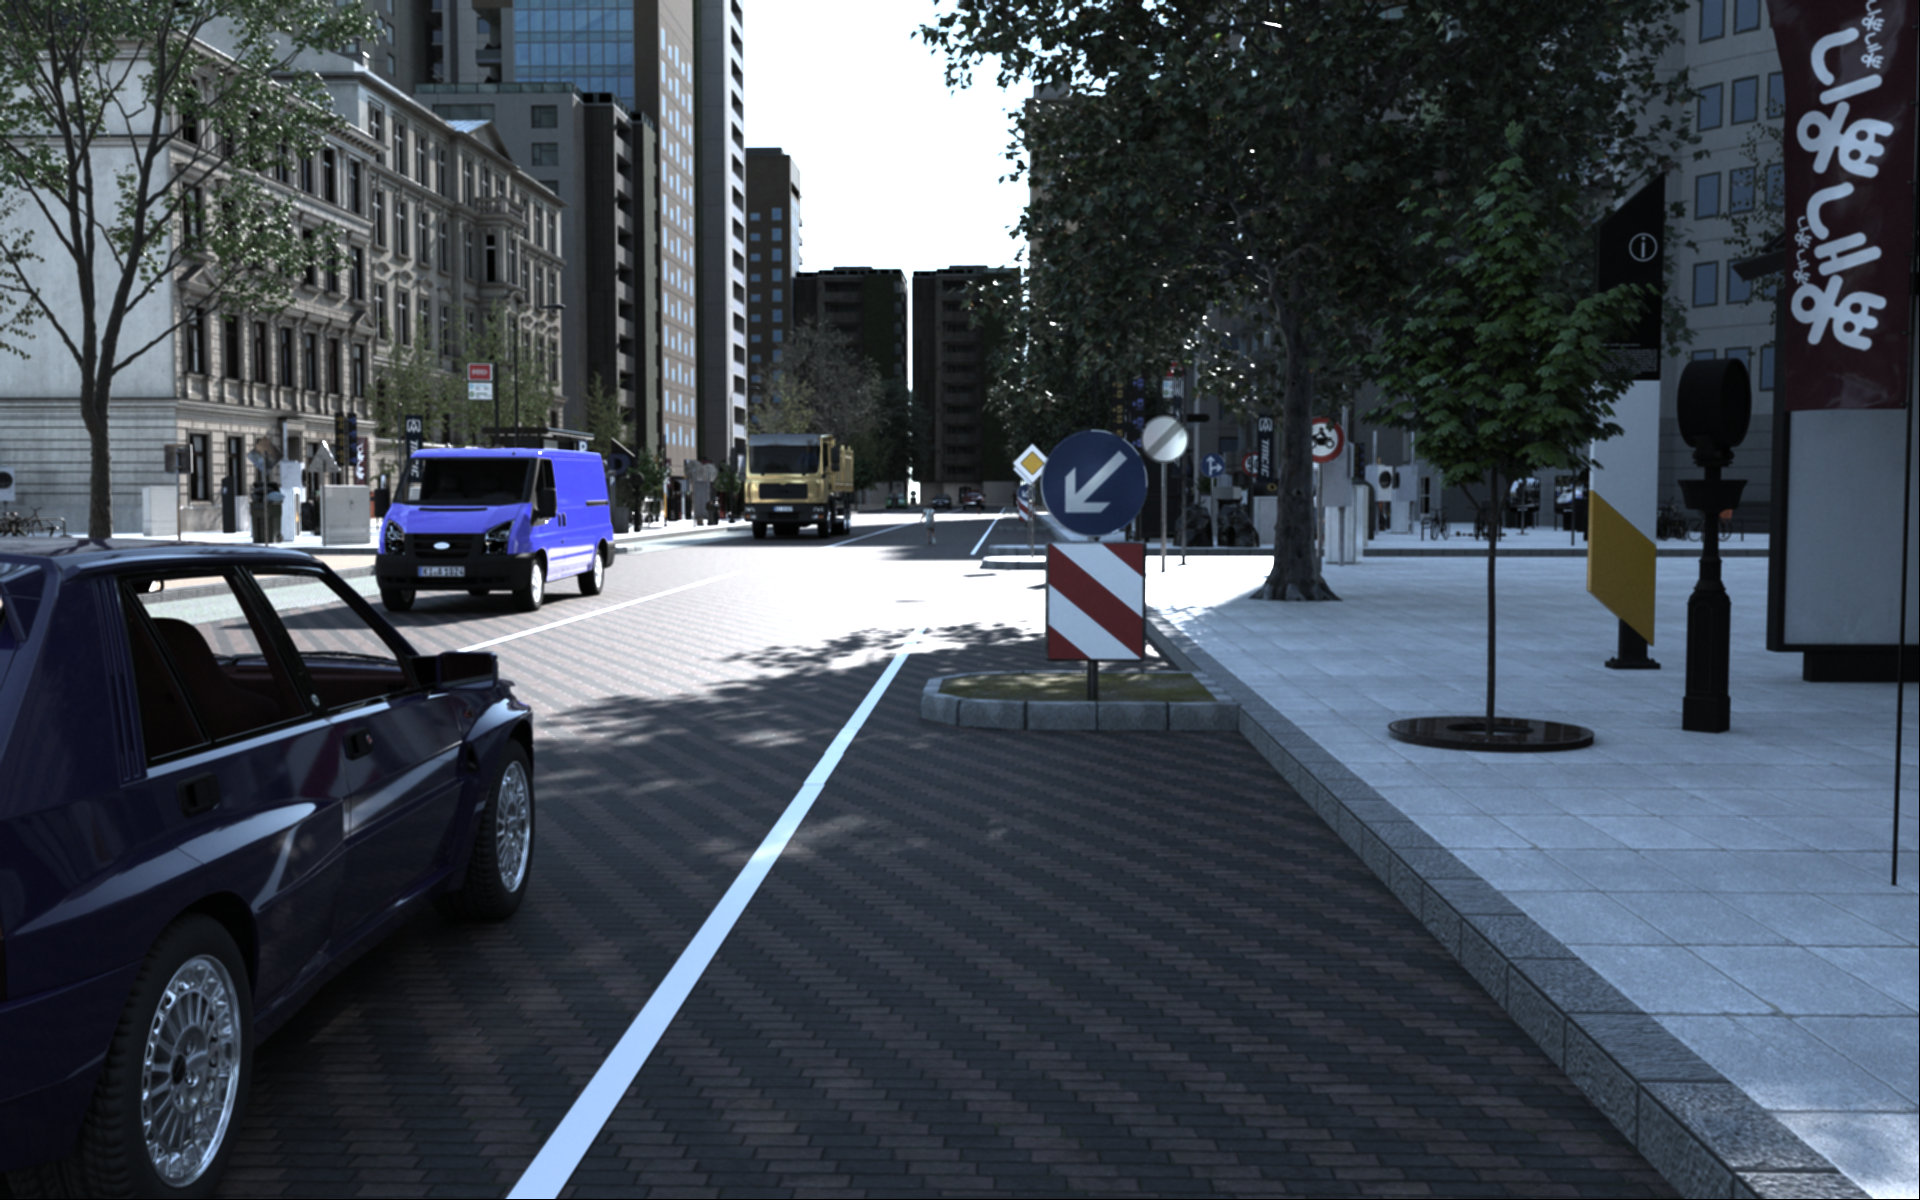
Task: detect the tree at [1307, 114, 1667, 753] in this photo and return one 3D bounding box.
[{"bbox_3d":[2.807,-0.873,8.870,1.663,3.219,1.824,0,3,0],"label":"tree"}]

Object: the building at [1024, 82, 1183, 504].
[{"bbox_3d":[22.118,-39.056,227.802,27.495,52.752,28.713,0,4,2],"label":"building"}]

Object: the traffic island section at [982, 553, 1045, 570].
[{"bbox_3d":[1.451,-0.732,34.246,2.009,0.180,2.903,0,4,2],"label":"traffic island section"}]

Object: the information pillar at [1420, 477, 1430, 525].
[{"bbox_3d":[19.617,-4.191,73.010,0.304,2.012,0.304,0,4,-8],"label":"information pillar"}]

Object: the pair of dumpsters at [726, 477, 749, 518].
[{"bbox_3d":[-11.822,-5.609,94.200,1.574,2.255,4.437,0,4,2],"label":"pair of dumpsters"}]

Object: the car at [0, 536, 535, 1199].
[{"bbox_3d":[-2.355,0.483,4.690,1.945,1.354,3.894,0,4,0],"label":"car"}]

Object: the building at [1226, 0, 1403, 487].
[{"bbox_3d":[32.679,-31.371,132.526,23.786,49.044,30.456,0,4,2],"label":"building"}]

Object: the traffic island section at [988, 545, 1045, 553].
[{"bbox_3d":[1.699,-1.220,42.227,2.009,0.180,2.903,0,4,2],"label":"traffic island section"}]

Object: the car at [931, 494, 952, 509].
[{"bbox_3d":[-1.714,-9.412,163.672,2.009,1.686,4.222,0,4,3],"label":"car"}]

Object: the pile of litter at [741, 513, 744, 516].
[{"bbox_3d":[-12.209,-5.232,99.504,1.176,0.858,1.719,0,4,0],"label":"pile of litter"}]

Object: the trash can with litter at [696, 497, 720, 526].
[{"bbox_3d":[-10.251,-3.593,70.133,1.055,1.170,0.624,0,4,4],"label":"trash can with litter"}]

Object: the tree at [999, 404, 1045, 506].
[{"bbox_3d":[8.882,-17.065,185.675,9.857,13.997,8.962,0,3,0],"label":"tree"}]

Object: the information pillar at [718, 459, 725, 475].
[{"bbox_3d":[-15.924,-7.609,115.755,0.504,3.616,0.183,-3,5,-44],"label":"information pillar"}]

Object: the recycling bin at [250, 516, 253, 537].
[{"bbox_3d":[-20.787,-2.410,51.951,0.722,1.027,0.722,3,4,36],"label":"recycling bin"}]

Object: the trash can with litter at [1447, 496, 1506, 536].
[{"bbox_3d":[15.777,-2.559,52.899,2.233,1.210,1.678,-1,4,-14],"label":"trash can with litter"}]

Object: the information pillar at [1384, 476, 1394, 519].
[{"bbox_3d":[17.348,-4.010,70.051,0.304,2.012,0.304,-3,5,-43],"label":"information pillar"}]

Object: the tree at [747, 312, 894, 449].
[{"bbox_3d":[-9.323,-12.631,116.885,12.009,13.543,11.850,0,3,0],"label":"tree"}]

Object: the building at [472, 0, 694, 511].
[{"bbox_3d":[-29.433,-29.894,138.882,14.600,45.320,14.200,0,4,2],"label":"building"}]

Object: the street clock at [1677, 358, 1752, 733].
[{"bbox_3d":[4.052,-0.292,9.346,0.358,2.002,0.471,3,5,43],"label":"street clock"}]

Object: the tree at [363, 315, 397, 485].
[{"bbox_3d":[-21.905,-7.248,68.872,4.737,8.622,4.395,0,3,0],"label":"tree"}]

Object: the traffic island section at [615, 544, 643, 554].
[{"bbox_3d":[-8.987,-1.241,42.564,2.009,0.180,2.903,0,4,2],"label":"traffic island section"}]

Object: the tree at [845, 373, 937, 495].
[{"bbox_3d":[-7.332,-16.778,180.979,9.857,13.997,8.962,0,3,0],"label":"tree"}]

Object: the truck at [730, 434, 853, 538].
[{"bbox_3d":[-5.341,-3.799,58.039,3.469,3.379,9.791,0,4,2],"label":"truck"}]

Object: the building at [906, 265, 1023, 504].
[{"bbox_3d":[0.939,-27.496,221.263,14.107,30.474,14.160,0,4,2],"label":"building"}]

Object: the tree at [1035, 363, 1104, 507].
[{"bbox_3d":[5.514,-8.494,89.238,4.737,8.622,4.395,0,3,0],"label":"tree"}]

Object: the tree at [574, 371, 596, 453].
[{"bbox_3d":[-19.433,-7.696,76.198,4.737,8.622,4.395,0,3,0],"label":"tree"}]

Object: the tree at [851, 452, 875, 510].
[{"bbox_3d":[-8.148,-9.321,136.114,4.285,4.588,4.351,0,3,0],"label":"tree"}]

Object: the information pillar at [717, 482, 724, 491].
[{"bbox_3d":[-12.582,-5.303,91.193,0.304,2.012,0.304,2,4,33],"label":"information pillar"}]

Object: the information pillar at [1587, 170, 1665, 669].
[{"bbox_3d":[4.873,-1.303,12.656,0.504,3.616,0.183,0,4,1],"label":"information pillar"}]

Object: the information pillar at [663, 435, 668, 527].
[{"bbox_3d":[-11.574,-4.685,67.949,0.183,3.616,0.504,-1,4,-8],"label":"information pillar"}]

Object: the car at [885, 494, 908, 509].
[{"bbox_3d":[-5.482,-8.663,150.442,1.959,1.807,4.718,0,4,1],"label":"car"}]

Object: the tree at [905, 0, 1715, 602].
[{"bbox_3d":[4.156,-6.339,20.656,9.611,12.733,9.660,0,3,0],"label":"tree"}]

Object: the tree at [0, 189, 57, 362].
[{"bbox_3d":[-18.807,-4.943,31.186,4.360,8.622,3.978,0,3,0],"label":"tree"}]

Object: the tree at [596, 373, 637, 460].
[{"bbox_3d":[-21.094,-9.365,103.485,4.737,8.622,4.395,0,3,0],"label":"tree"}]

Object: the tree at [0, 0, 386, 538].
[{"bbox_3d":[-11.929,-5.999,23.837,9.928,11.665,9.643,0,3,0],"label":"tree"}]

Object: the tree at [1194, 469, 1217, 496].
[{"bbox_3d":[15.660,-7.001,109.074,1.663,3.219,1.824,0,3,0],"label":"tree"}]

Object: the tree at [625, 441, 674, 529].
[{"bbox_3d":[-11.556,-4.221,63.608,1.663,3.219,1.824,0,3,0],"label":"tree"}]

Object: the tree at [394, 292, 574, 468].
[{"bbox_3d":[-17.457,-6.944,63.890,4.737,8.622,4.395,0,3,0],"label":"tree"}]

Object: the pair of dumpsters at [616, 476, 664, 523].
[{"bbox_3d":[-14.275,-4.548,76.857,1.574,2.255,4.437,0,4,2],"label":"pair of dumpsters"}]

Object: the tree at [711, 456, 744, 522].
[{"bbox_3d":[-10.643,-5.287,81.040,1.663,3.219,1.824,0,3,0],"label":"tree"}]

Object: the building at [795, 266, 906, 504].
[{"bbox_3d":[-13.801,-27.567,222.413,14.107,30.474,14.160,0,4,2],"label":"building"}]

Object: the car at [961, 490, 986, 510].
[{"bbox_3d":[1.261,-9.200,159.093,2.281,1.827,5.304,0,3,0],"label":"car"}]

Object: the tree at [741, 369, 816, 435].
[{"bbox_3d":[-10.439,-9.270,101.920,4.360,8.622,3.978,0,3,0],"label":"tree"}]

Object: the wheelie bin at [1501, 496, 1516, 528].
[{"bbox_3d":[21.034,-3.557,66.058,0.693,1.594,0.980,0,4,3],"label":"wheelie bin"}]

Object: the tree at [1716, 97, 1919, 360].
[{"bbox_3d":[15.144,-4.868,29.955,4.360,8.622,3.978,0,3,0],"label":"tree"}]

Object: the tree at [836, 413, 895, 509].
[{"bbox_3d":[-8.827,-12.356,152.384,4.737,8.622,4.395,0,3,0],"label":"tree"}]

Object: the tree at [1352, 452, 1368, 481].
[{"bbox_3d":[21.804,-7.120,100.123,4.285,4.588,4.351,0,3,0],"label":"tree"}]

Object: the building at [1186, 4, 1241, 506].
[{"bbox_3d":[31.746,-37.993,163.183,21.231,58.520,28.212,0,4,2],"label":"building"}]

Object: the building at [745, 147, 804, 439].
[{"bbox_3d":[-27.932,-35.033,222.895,14.200,45.320,14.600,0,4,2],"label":"building"}]

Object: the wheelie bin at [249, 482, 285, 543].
[{"bbox_3d":[-18.033,-2.272,45.063,0.980,1.594,0.693,0,4,4],"label":"wheelie bin"}]

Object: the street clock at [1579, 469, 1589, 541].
[{"bbox_3d":[17.228,-2.626,47.502,0.471,2.002,0.358,2,4,25],"label":"street clock"}]

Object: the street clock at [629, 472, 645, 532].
[{"bbox_3d":[-10.838,-3.275,58.110,0.471,2.002,0.358,1,4,10],"label":"street clock"}]
